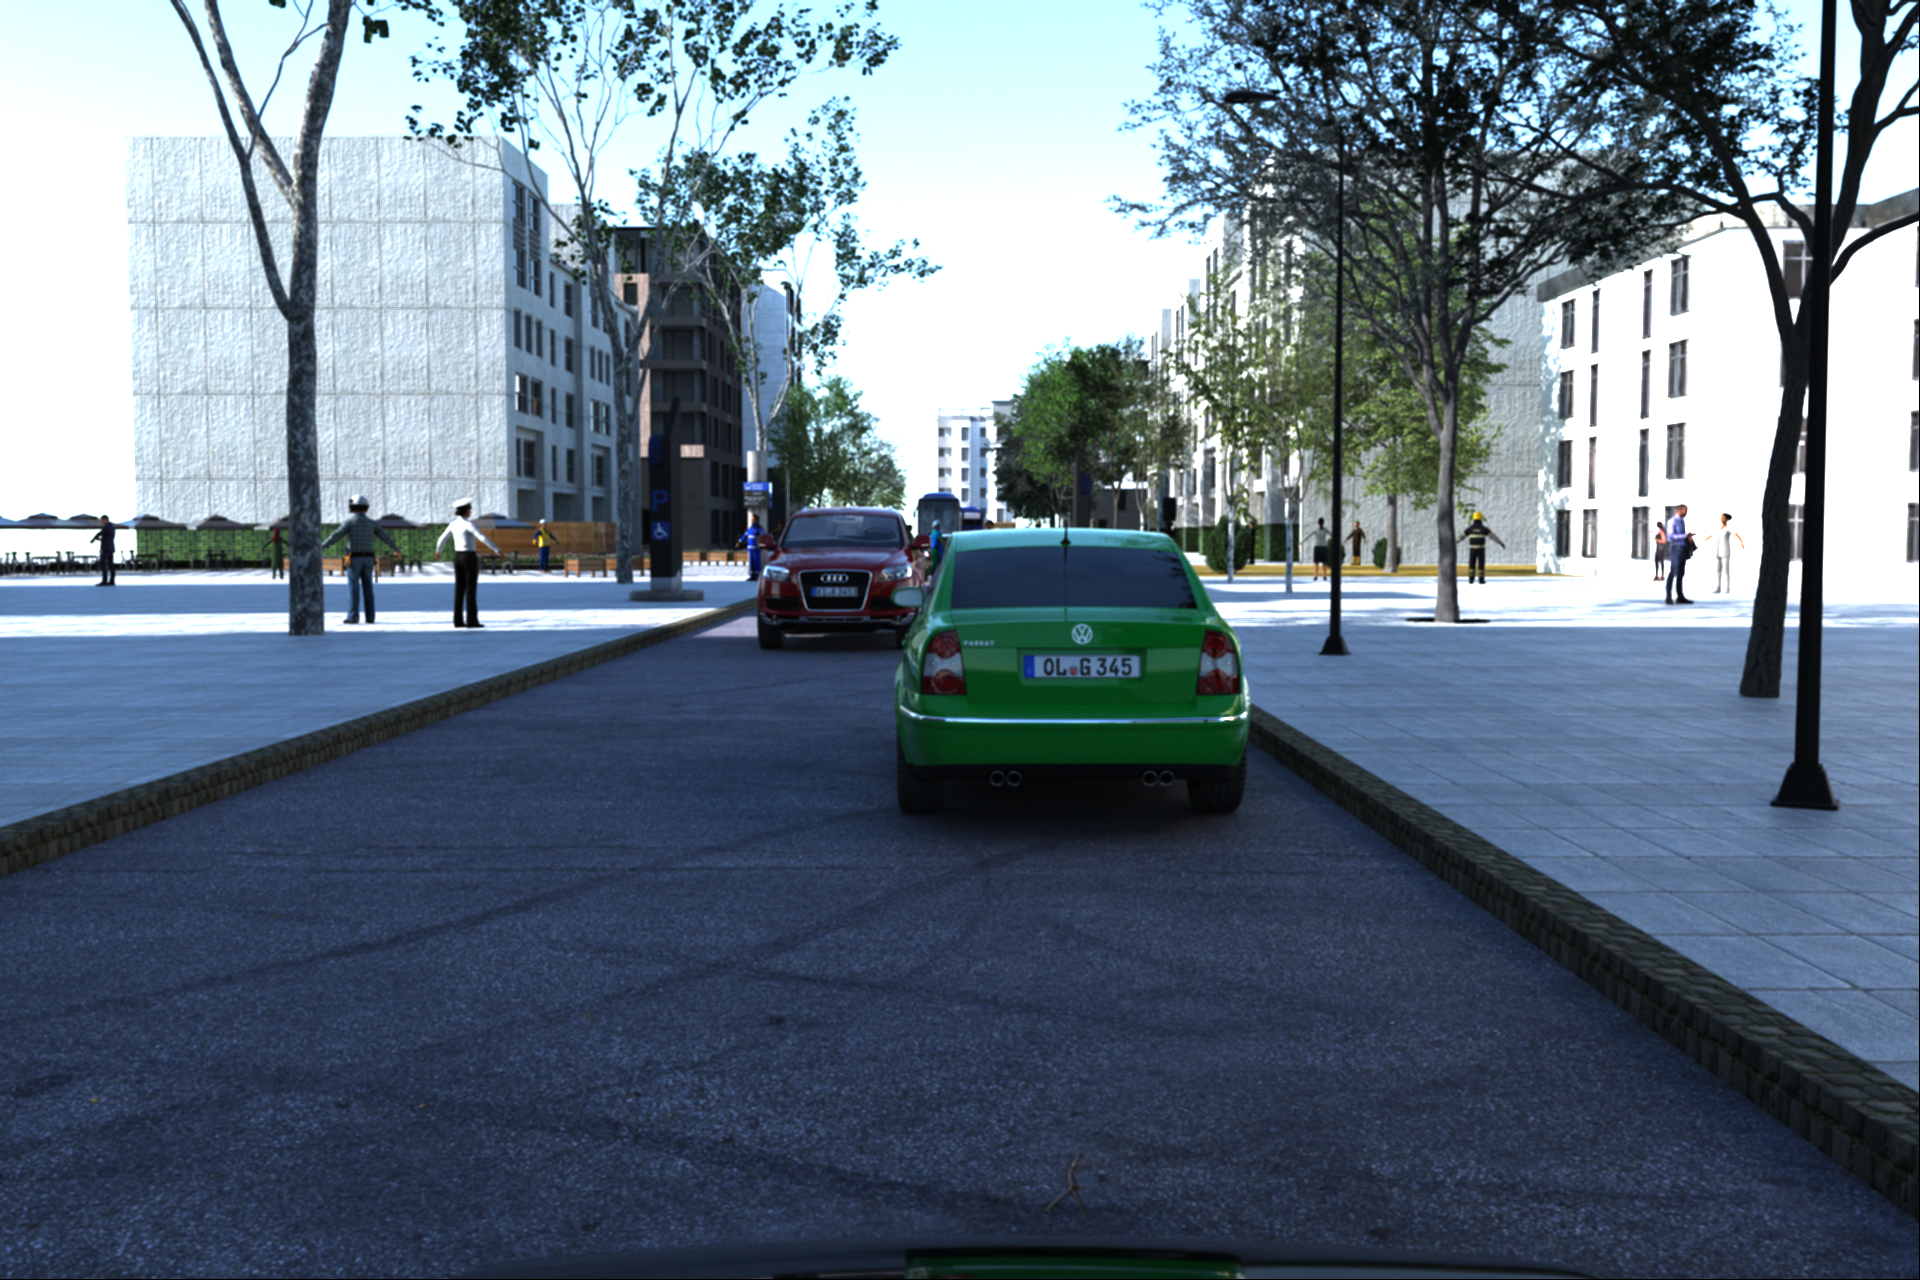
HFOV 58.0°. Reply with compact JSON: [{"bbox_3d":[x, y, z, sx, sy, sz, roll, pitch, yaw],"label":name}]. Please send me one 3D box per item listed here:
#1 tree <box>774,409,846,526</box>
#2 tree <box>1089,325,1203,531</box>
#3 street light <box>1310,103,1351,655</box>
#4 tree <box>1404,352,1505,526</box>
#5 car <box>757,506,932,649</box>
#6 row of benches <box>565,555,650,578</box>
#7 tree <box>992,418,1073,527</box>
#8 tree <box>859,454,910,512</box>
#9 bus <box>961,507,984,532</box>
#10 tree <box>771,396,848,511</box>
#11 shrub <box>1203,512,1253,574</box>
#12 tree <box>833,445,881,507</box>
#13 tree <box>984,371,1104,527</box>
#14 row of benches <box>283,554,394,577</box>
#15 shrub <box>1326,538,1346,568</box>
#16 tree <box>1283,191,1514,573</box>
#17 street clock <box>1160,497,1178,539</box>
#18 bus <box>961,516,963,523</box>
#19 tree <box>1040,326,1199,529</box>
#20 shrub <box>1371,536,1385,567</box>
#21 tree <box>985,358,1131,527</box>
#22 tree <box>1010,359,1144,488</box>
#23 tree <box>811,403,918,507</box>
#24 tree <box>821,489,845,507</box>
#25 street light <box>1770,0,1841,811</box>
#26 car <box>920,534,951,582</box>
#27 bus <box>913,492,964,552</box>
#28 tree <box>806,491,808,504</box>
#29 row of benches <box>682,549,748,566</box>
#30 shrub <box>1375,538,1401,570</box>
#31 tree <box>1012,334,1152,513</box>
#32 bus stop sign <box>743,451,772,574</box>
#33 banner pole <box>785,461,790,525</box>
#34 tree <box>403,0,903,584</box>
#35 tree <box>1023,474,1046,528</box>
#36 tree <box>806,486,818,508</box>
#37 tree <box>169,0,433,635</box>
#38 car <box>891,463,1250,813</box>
[{"bbox_3d":[-8.774,-9.104,99.206,4.737,8.622,4.395,0,3,0],"label":"tree"},{"bbox_3d":[6.315,-6.829,62.017,4.360,8.622,3.978,0,3,0],"label":"tree"},{"bbox_3d":[4.542,-2.798,18.285,1.470,5.913,1.316,0,4,0],"label":"street light"},{"bbox_3d":[19.238,-7.226,68.513,4.737,8.622,4.395,0,3,0],"label":"tree"},{"bbox_3d":[-1.516,-0.897,23.336,2.281,1.827,5.304,0,4,0],"label":"car"},{"bbox_3d":[-10.145,-2.272,52.616,1.422,0.672,4.104,3,5,40],"label":"row of benches"},{"bbox_3d":[6.441,-13.866,144.837,7.486,12.596,7.792,0,3,0],"label":"tree"},{"bbox_3d":[-10.686,-19.977,244.749,7.486,12.596,7.792,0,3,0],"label":"tree"},{"bbox_3d":[0.729,-10.098,156.649,2.896,3.916,12.251,0,4,-1],"label":"bus"},{"bbox_3d":[-8.187,-8.611,91.147,4.737,8.622,4.395,0,3,0],"label":"tree"},{"bbox_3d":[8.584,-3.128,55.566,1.690,2.028,1.600,0,3,0],"label":"shrub"},{"bbox_3d":[-8.919,-11.486,138.153,4.360,8.622,3.978,0,3,0],"label":"tree"},{"bbox_3d":[6.955,-13.782,131.991,9.857,13.997,8.962,0,3,0],"label":"tree"},{"bbox_3d":[-18.894,-2.274,52.645,4.104,0.672,1.422,2,4,24],"label":"row of benches"},{"bbox_3d":[13.998,-3.300,65.072,1.383,1.207,1.383,0,3,0],"label":"shrub"},{"bbox_3d":[14.345,-8.535,57.667,7.486,12.596,7.792,0,3,0],"label":"tree"},{"bbox_3d":[4.126,-1.810,34.168,0.358,2.002,0.471,0,4,0],"label":"street clock"},{"bbox_3d":[-1.208,-9.341,144.268,2.896,3.916,12.251,0,3,0],"label":"bus"},{"bbox_3d":[7.196,-8.713,76.868,7.601,10.594,8.767,-3,5,-40],"label":"tree"},{"bbox_3d":[15.869,-3.281,64.755,1.383,1.207,1.383,0,3,0],"label":"shrub"},{"bbox_3d":[6.783,-12.769,119.135,12.009,13.543,11.850,0,3,0],"label":"tree"},{"bbox_3d":[6.918,-10.616,99.325,9.928,11.665,9.643,0,3,0],"label":"tree"},{"bbox_3d":[-9.001,-15.172,158.432,12.009,13.543,11.850,0,3,0],"label":"tree"},{"bbox_3d":[-17.643,-17.892,242.900,4.737,8.622,4.395,0,3,0],"label":"tree"},{"bbox_3d":[4.548,-2.170,8.021,1.470,5.913,1.316,0,4,0],"label":"street light"},{"bbox_3d":[-0.388,-2.687,53.713,2.009,1.686,4.222,0,4,-1],"label":"car"},{"bbox_3d":[-1.237,-6.917,104.638,2.896,3.916,12.251,0,4,0],"label":"bus"},{"bbox_3d":[-22.955,-17.870,242.532,4.737,8.622,4.395,0,3,0],"label":"tree"},{"bbox_3d":[-9.576,-3.346,70.162,4.104,0.672,1.422,2,4,34],"label":"row of benches"},{"bbox_3d":[15.256,-3.093,61.688,1.383,1.207,1.383,0,3,0],"label":"shrub"},{"bbox_3d":[6.539,-10.006,89.354,9.928,11.665,9.643,0,3,0],"label":"tree"},{"bbox_3d":[-6.443,-4.044,55.139,0.837,3.901,0.837,0,4,-1],"label":"bus stop sign"},{"bbox_3d":[-5.936,-4.269,59.810,0.401,3.779,0.863,0,4,1],"label":"banner pole"},{"bbox_3d":[-8.023,-11.453,43.150,12.611,20.169,13.585,0,3,0],"label":"tree"},{"bbox_3d":[7.036,-12.382,152.803,4.737,8.622,4.395,0,3,0],"label":"tree"},{"bbox_3d":[-24.346,-19.846,250.236,9.928,11.665,9.643,0,3,0],"label":"tree"},{"bbox_3d":[-9.331,-10.198,22.624,12.611,20.169,13.585,0,3,0],"label":"tree"},{"bbox_3d":[0.549,-0.091,10.279,1.959,1.807,4.718,0,4,0],"label":"car"}]
